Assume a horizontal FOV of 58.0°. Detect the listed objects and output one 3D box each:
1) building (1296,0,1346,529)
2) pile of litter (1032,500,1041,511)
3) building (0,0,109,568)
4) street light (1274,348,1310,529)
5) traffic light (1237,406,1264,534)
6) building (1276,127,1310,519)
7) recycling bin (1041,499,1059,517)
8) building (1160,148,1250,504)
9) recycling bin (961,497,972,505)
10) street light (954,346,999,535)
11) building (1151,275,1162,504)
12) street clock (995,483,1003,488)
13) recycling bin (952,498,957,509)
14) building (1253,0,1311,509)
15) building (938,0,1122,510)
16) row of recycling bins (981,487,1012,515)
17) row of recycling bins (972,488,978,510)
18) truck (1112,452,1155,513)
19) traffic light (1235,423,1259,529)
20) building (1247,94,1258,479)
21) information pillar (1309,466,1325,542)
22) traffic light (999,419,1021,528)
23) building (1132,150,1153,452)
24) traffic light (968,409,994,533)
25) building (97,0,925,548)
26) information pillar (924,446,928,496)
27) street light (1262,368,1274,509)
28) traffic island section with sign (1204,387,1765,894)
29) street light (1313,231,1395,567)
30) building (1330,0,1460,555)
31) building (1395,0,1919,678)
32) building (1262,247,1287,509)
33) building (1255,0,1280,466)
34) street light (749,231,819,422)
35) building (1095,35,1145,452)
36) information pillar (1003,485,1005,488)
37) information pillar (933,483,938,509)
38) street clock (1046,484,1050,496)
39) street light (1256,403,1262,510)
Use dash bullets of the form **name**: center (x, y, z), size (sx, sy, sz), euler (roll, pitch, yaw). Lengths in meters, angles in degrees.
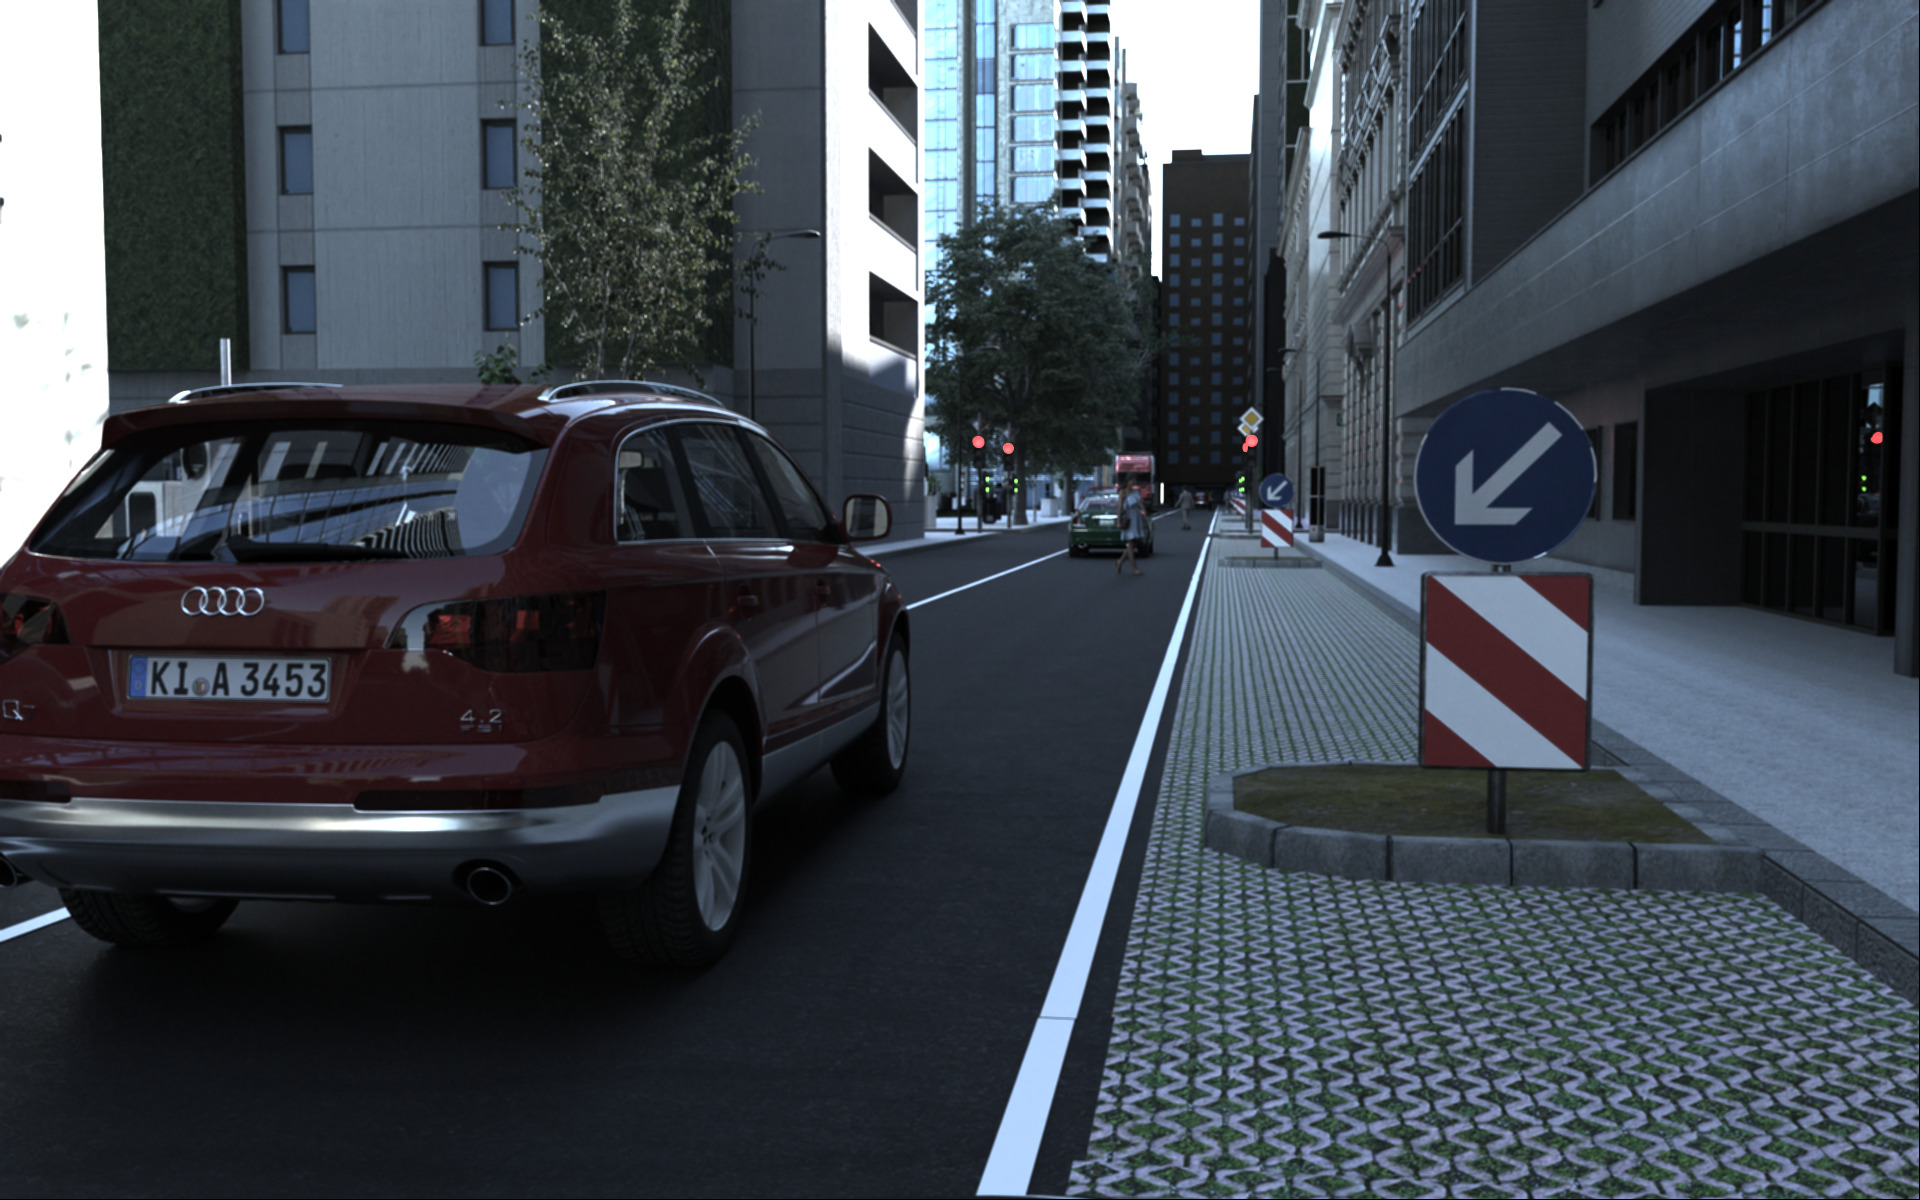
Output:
- **building**: center (35.746, -17.777, 67.076), size (44.131, 29.872, 17.030), euler (1, 4, 9)
- **pile of litter**: center (6.428, -7.360, 134.299), size (1.719, 0.858, 1.176), euler (0, 4, 0)
- **building**: center (-19.648, -42.063, 0.395), size (22.319, 86.520, 31.000), euler (1, 4, 9)
- **street light**: center (10.853, -5.061, 55.287), size (1.470, 5.913, 1.316), euler (1, 4, 9)
- **traffic light**: center (9.334, -4.080, 55.631), size (0.839, 4.253, 0.868), euler (1, 4, 9)
- **building**: center (26.313, -16.787, 110.629), size (11.583, 22.565, 21.152), euler (1, 4, 9)
- **recycling bin**: center (4.939, -5.065, 95.371), size (0.722, 1.027, 0.722), euler (3, 5, 43)
- **building**: center (33.685, -35.285, 227.026), size (14.200, 45.320, 14.600), euler (1, 4, 9)
- **recycling bin**: center (0.540, -7.744, 139.176), size (0.722, 1.027, 0.722), euler (1, 4, 20)
- **street light**: center (0.528, -5.025, 54.697), size (1.470, 5.913, 1.316), euler (1, 4, 9)
- **building**: center (19.686, -28.004, 229.566), size (14.107, 30.474, 14.160), euler (1, 4, 9)
- **street clock**: center (2.567, -6.689, 113.933), size (0.471, 2.002, 0.358), euler (-3, 5, -41)
- **recycling bin**: center (-0.572, -6.487, 118.609), size (0.722, 1.027, 0.722), euler (0, 4, -2)
- **building**: center (36.092, -43.549, 150.274), size (20.563, 71.187, 20.611), euler (1, 4, 9)
- **building**: center (3.750, -51.487, 154.490), size (22.319, 86.520, 31.000), euler (1, 4, 9)
- **row of recycling bins**: center (2.373, -6.012, 105.414), size (1.069, 1.692, 3.534), euler (1, 4, 16)
- **row of recycling bins**: center (1.511, -6.226, 108.913), size (1.069, 1.692, 3.534), euler (1, 4, 13)
- **truck**: center (11.922, -7.884, 117.818), size (2.839, 4.237, 11.283), euler (0, 4, 7)
- **traffic light**: center (10.529, -4.563, 63.527), size (0.839, 4.253, 0.868), euler (1, 4, 9)
- **building**: center (44.196, -35.221, 199.569), size (21.300, 48.544, 21.600), euler (1, 4, 9)
- **information pillar**: center (9.521, -2.549, 46.176), size (0.304, 2.012, 0.304), euler (3, 5, 44)
- **traffic light**: center (1.863, -4.642, 64.817), size (0.839, 4.253, 0.868), euler (1, 4, 9)
- **building**: center (15.988, -32.087, 208.209), size (14.086, 41.232, 14.154), euler (1, 4, 9)
- **traffic light**: center (0.669, -4.159, 56.922), size (0.839, 4.253, 0.868), euler (1, 4, 9)
- **building**: center (-15.549, -30.856, 46.499), size (28.212, 58.520, 21.231), euler (1, 4, 9)
- **information pillar**: center (-1.849, -5.715, 84.799), size (0.504, 3.616, 0.183), euler (3, 5, 39)
- **street light**: center (12.032, -5.600, 64.104), size (1.470, 5.913, 1.316), euler (1, 4, 9)
- **traffic island section with sign**: center (2.038, 0.085, 7.241), size (1.989, 1.847, 2.006), euler (1, 4, 9)
- **street light**: center (7.013, -3.557, 30.698), size (1.470, 5.913, 1.316), euler (1, 4, 9)
- **building**: center (15.367, -13.179, 44.355), size (11.050, 23.489, 19.941), euler (1, 4, 9)
- **building**: center (13.595, -12.225, 18.942), size (14.314, 24.678, 30.058), euler (1, 4, 9)
- **building**: center (28.990, -18.299, 128.868), size (12.332, 23.373, 15.834), euler (1, 4, 9)
- **building**: center (40.578, -38.695, 174.668), size (21.231, 58.520, 28.212), euler (1, 4, 9)
- **street light**: center (-3.174, -3.563, 30.793), size (1.470, 5.913, 1.316), euler (1, 4, 9)
- **building**: center (8.228, -34.640, 185.978), size (23.786, 49.044, 30.456), euler (1, 4, 9)
- **information pillar**: center (3.271, -7.951, 134.492), size (0.304, 2.012, 0.304), euler (3, 5, 45)
- **information pillar**: center (-1.660, -6.812, 115.861), size (0.304, 2.012, 0.304), euler (0, 4, 7)
- **street clock**: center (6.149, -7.136, 121.236), size (0.358, 2.002, 0.471), euler (1, 4, 9)
- **street light**: center (15.816, -7.098, 88.597), size (1.470, 5.913, 1.316), euler (1, 4, 9)
